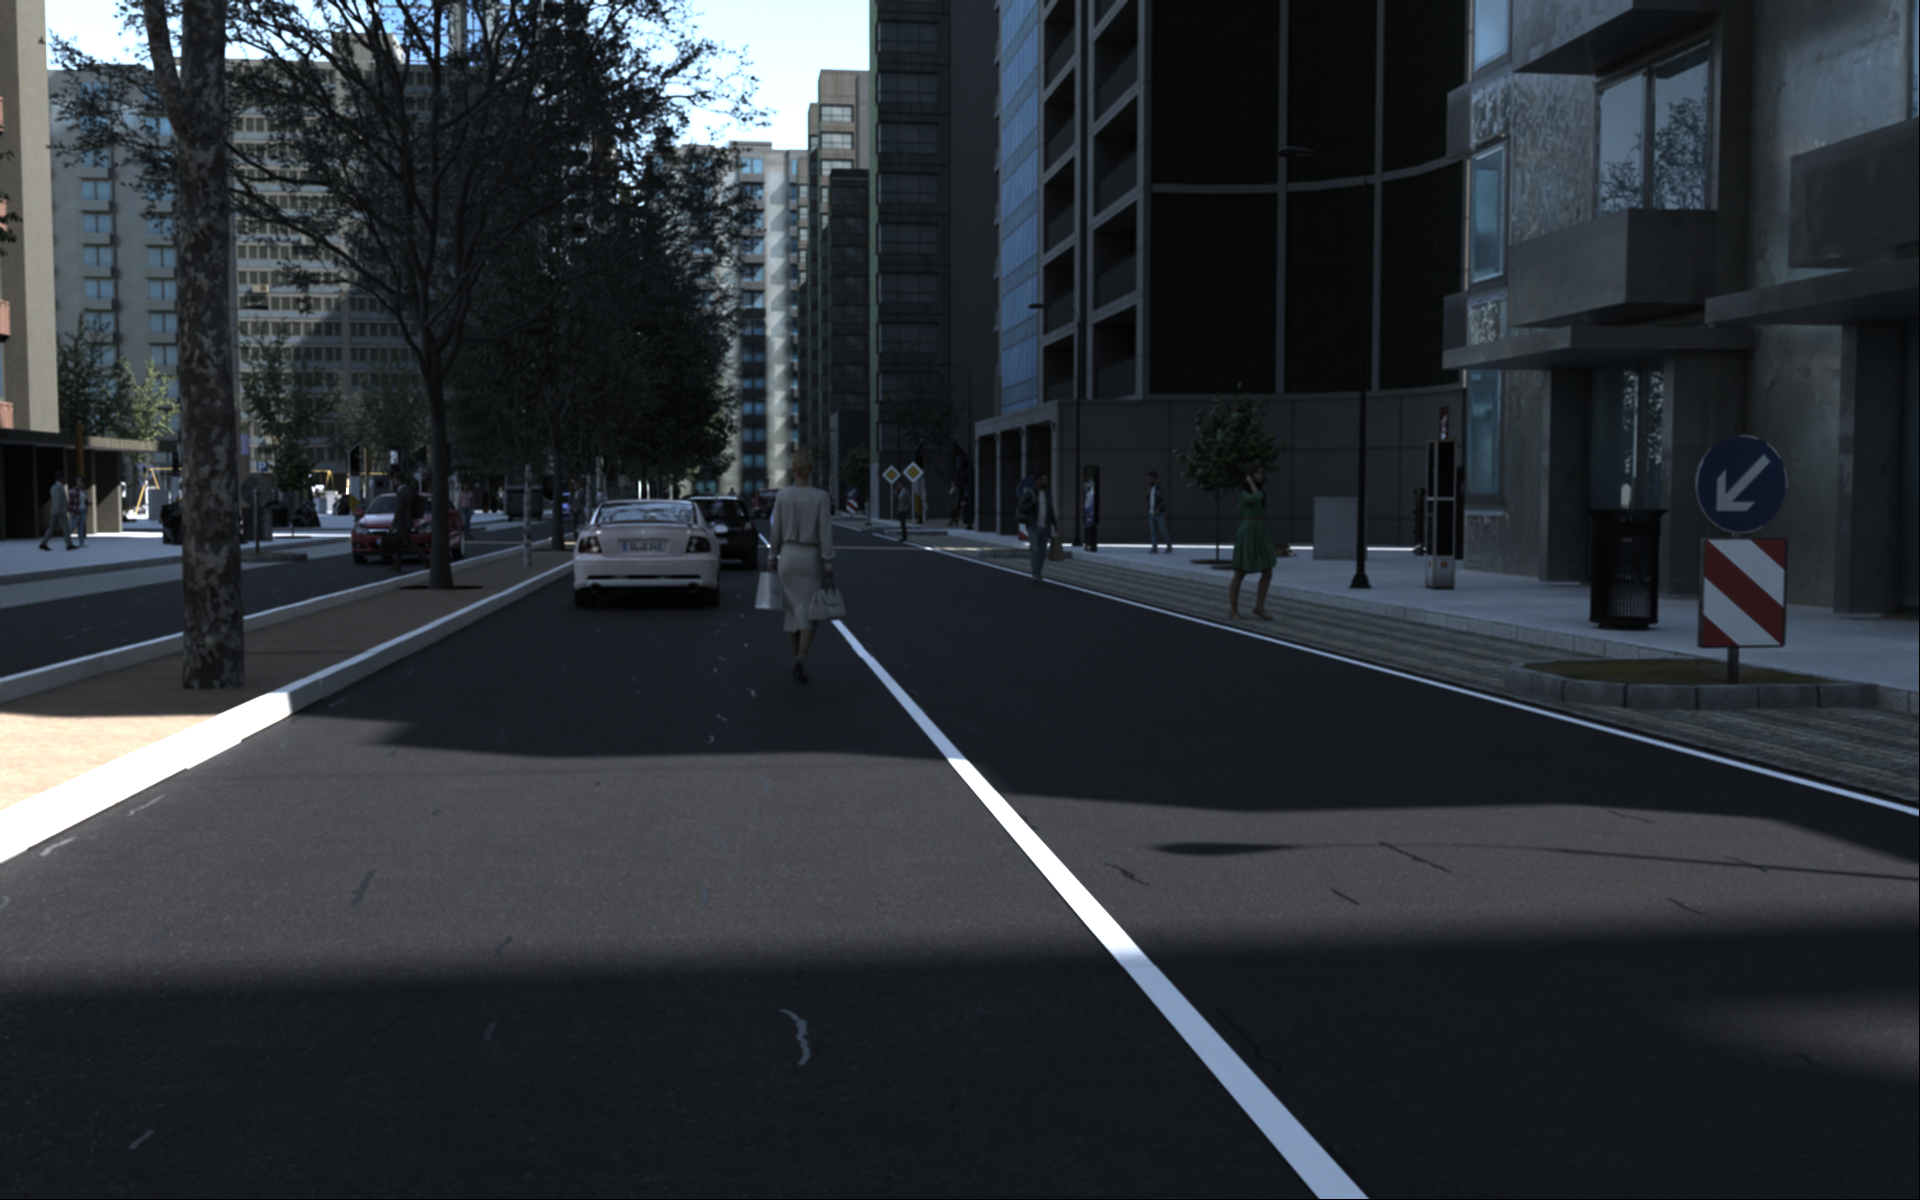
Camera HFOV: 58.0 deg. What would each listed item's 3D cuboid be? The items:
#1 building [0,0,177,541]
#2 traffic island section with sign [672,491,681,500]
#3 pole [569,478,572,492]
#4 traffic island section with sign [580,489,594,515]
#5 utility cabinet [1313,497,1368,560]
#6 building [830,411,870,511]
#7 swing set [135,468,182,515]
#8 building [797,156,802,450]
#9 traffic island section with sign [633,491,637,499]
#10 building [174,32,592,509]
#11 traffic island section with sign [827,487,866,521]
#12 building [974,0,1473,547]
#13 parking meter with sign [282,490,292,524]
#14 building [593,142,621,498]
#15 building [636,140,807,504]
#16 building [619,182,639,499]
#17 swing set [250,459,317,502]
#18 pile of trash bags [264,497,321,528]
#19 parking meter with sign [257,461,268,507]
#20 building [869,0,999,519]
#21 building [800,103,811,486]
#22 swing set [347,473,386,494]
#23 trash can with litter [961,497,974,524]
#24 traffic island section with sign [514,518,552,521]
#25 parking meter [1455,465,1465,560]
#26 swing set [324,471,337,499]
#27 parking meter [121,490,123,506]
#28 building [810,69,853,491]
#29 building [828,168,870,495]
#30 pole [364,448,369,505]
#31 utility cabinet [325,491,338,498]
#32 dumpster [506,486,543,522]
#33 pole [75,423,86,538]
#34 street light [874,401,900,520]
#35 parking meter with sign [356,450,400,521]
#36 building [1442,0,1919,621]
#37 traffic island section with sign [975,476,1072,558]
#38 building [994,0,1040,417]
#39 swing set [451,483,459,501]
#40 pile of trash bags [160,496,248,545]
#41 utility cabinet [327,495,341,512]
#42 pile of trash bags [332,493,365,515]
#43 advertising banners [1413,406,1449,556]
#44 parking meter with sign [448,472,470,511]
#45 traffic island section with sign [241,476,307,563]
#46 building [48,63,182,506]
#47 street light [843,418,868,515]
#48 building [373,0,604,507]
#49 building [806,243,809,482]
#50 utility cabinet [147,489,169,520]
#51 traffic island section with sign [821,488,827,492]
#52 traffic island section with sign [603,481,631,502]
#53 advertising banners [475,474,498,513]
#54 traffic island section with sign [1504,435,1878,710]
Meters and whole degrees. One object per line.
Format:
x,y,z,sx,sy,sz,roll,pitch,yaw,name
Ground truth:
-39.817,-23.933,45.925,28.867,44.769,22.147,0,4,-8,building
-23.245,-8.181,141.896,2.006,1.907,1.989,0,4,-8,traffic island section with sign
-31.732,-9.010,141.153,0.158,3.312,0.155,0,3,0,pole
-26.275,-6.771,119.326,1.989,1.847,2.006,0,4,-8,traffic island section with sign
7.408,-1.380,33.722,1.020,1.237,0.306,1,4,14,utility cabinet
2.315,-49.878,128.175,22.319,86.520,31.000,0,4,-8,building
-47.999,-6.599,105.514,3.119,2.851,2.862,1,4,15,swing set
-13.001,-32.371,212.857,14.154,41.232,14.086,0,4,-8,building
-36.514,-11.369,194.512,1.989,1.847,2.006,0,4,-8,traffic island section with sign
-49.103,-28.039,150.313,32.217,40.220,23.993,0,4,-8,building
-6.009,-5.195,93.572,1.989,1.847,2.006,0,4,-8,traffic island section with sign
12.005,-37.321,48.450,20.563,71.187,20.611,0,4,-8,building
-29.170,-4.813,74.947,0.543,3.016,1.738,-1,4,-16,parking meter with sign
-48.314,-34.097,207.594,14.200,45.320,14.600,0,4,-8,building
-28.575,-37.776,237.253,30.456,49.044,23.786,0,4,-8,building
-49.831,-33.329,228.530,14.086,41.232,14.154,0,4,-8,building
-30.676,-4.886,77.501,3.119,2.851,2.862,-2,4,-25,swing set
-26.455,-3.497,66.936,3.447,1.369,1.912,0,4,4,pile of trash bags
-36.781,-5.776,90.703,0.543,3.016,1.738,0,4,-4,parking meter with sign
1.860,-25.185,95.370,14.154,41.232,14.086,0,4,-8,building
-9.252,-30.665,184.966,14.154,41.232,14.086,0,4,-8,building
-44.734,-8.176,131.302,3.119,2.851,2.862,-1,4,-12,swing set
0.278,-3.882,74.858,0.624,1.170,1.055,-1,4,-9,trash can with litter
-22.540,-5.085,91.769,1.989,1.847,2.006,0,4,-8,traffic island section with sign
9.778,-1.724,33.907,0.399,1.863,0.255,-1,4,-21,parking meter
-43.670,-7.242,116.022,3.119,2.851,2.862,0,4,5,swing set
-50.310,-5.826,103.664,0.372,1.533,0.369,0,3,0,parking meter
-7.051,-29.815,171.076,14.154,41.232,14.086,0,4,-8,building
-5.030,-23.572,157.102,14.160,30.474,14.107,0,4,-8,building
-26.274,-5.073,76.788,0.158,3.312,0.155,0,3,0,pole
-47.706,-7.492,131.168,1.173,1.500,0.318,1,4,18,utility cabinet
-22.285,-4.923,88.703,1.865,1.857,1.264,-1,4,-9,dumpster
-25.451,-3.442,50.114,0.158,3.312,0.155,0,3,0,pole
-3.559,-6.948,86.148,1.470,5.913,1.316,0,4,-8,street light
-22.972,-4.408,68.330,0.543,3.016,1.738,3,4,36,parking meter with sign
19.646,-24.268,16.384,23.786,49.044,30.456,0,4,-8,building
1.387,-1.872,39.227,1.989,1.847,2.006,0,4,-8,traffic island section with sign
9.520,-26.028,75.671,14.200,45.320,14.600,0,4,-8,building
-39.530,-8.386,134.725,2.862,2.851,3.119,-1,4,-19,swing set
-19.904,-2.177,45.344,1.912,1.369,3.447,-2,4,-31,pile of trash bags
-45.703,-7.054,126.490,1.020,1.237,0.306,1,4,13,utility cabinet
-39.634,-6.295,112.668,1.912,1.369,3.447,0,4,-6,pile of trash bags
9.615,-2.396,35.362,0.090,3.025,2.074,0,4,-2,advertising banners
-37.657,-8.178,129.974,1.738,3.016,0.543,0,4,2,parking meter with sign
-15.053,-1.727,36.865,1.989,1.847,2.006,0,4,-8,traffic island section with sign
-93.654,-35.249,195.936,30.456,49.044,23.786,0,4,-8,building
-6.233,-8.132,105.501,1.470,5.913,1.316,0,4,-8,street light
-47.920,-52.849,176.757,22.319,86.520,31.000,0,4,-8,building
-10.734,-26.152,199.293,14.160,30.474,14.107,0,4,-8,building
-38.814,-4.599,83.866,0.318,1.500,1.173,1,4,13,utility cabinet
-9.644,-6.829,120.282,1.989,1.847,2.006,0,4,-8,traffic island section with sign
-13.102,-3.627,67.443,2.006,1.907,1.989,0,4,-8,traffic island section with sign
-32.436,-7.479,118.461,0.090,3.025,2.074,2,4,33,advertising banners
5.043,-0.230,12.395,1.989,1.847,2.006,0,4,-8,traffic island section with sign
